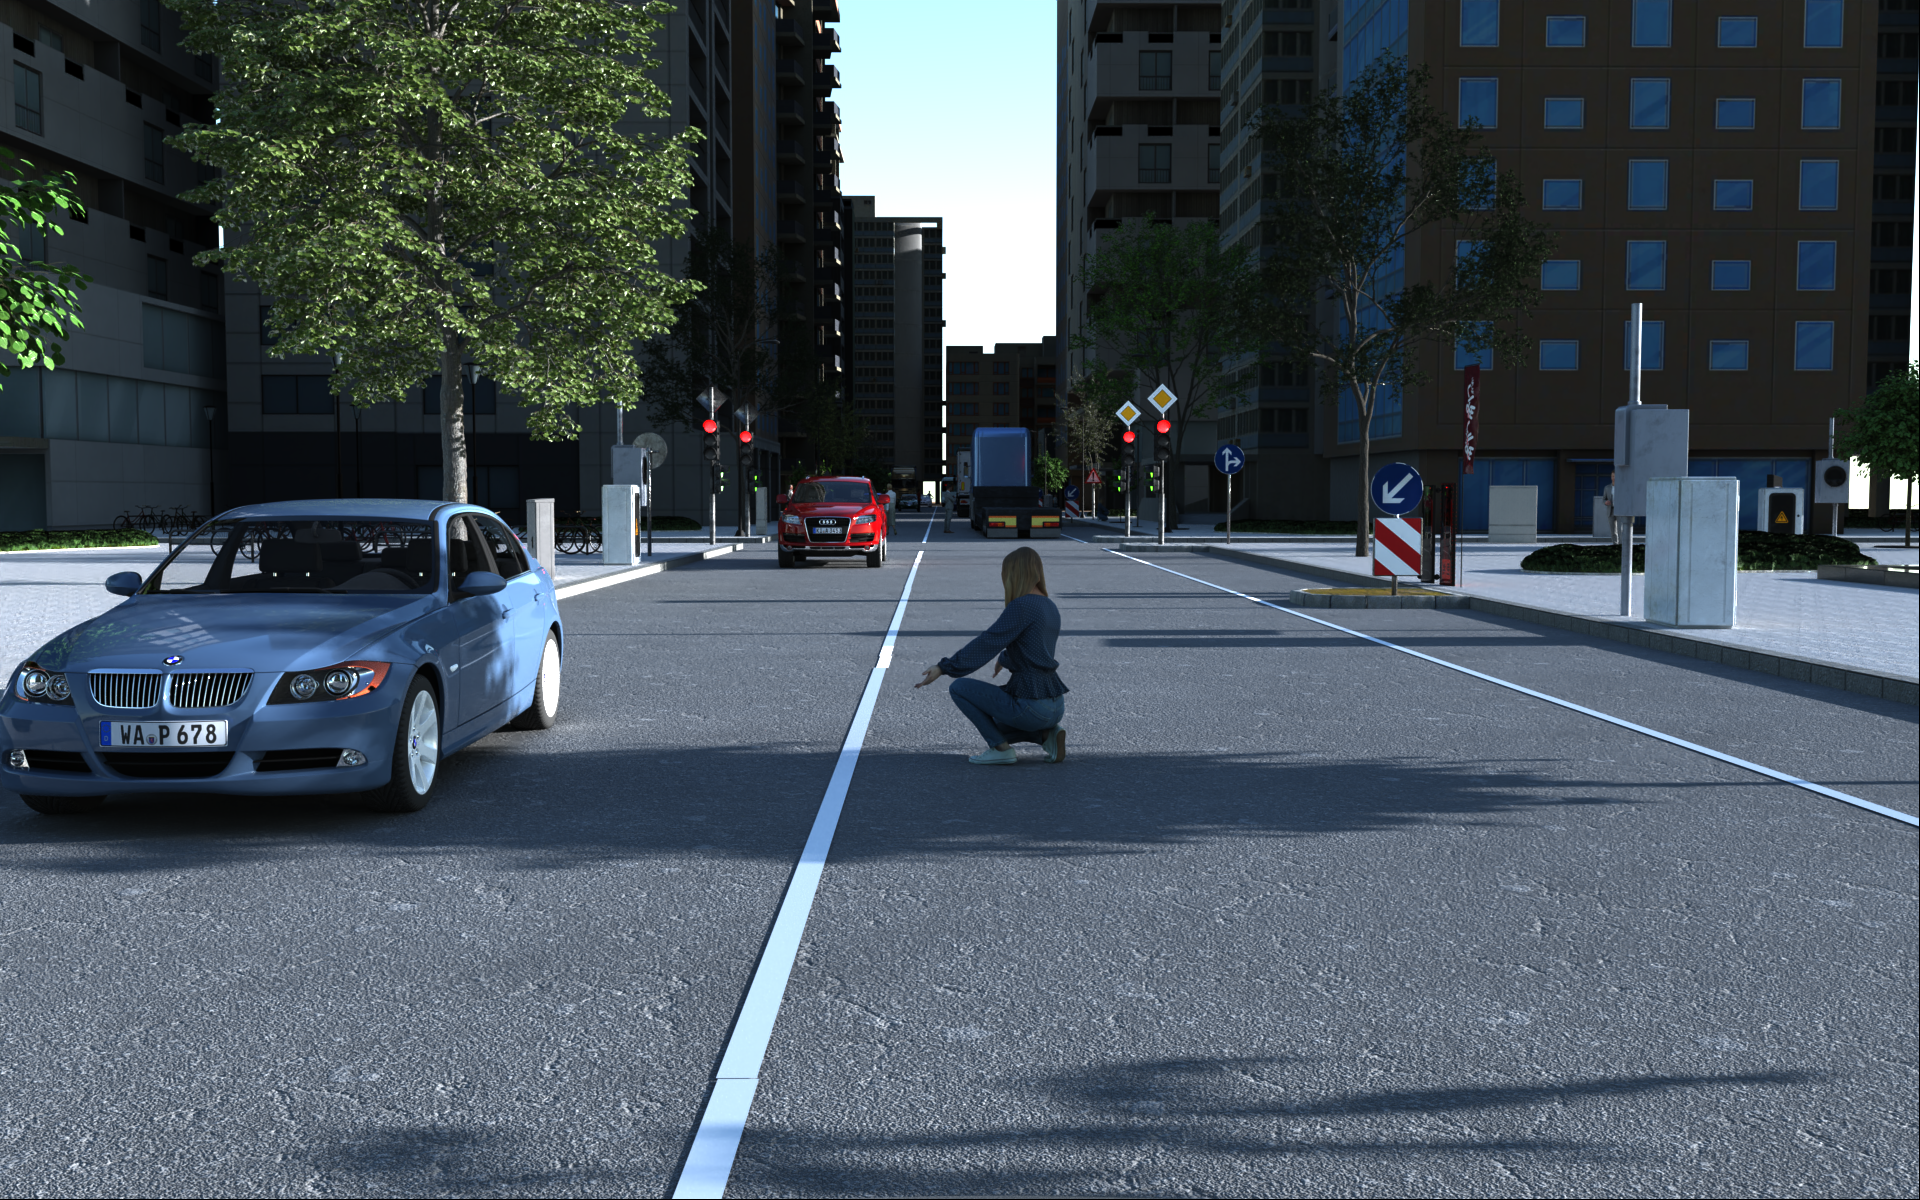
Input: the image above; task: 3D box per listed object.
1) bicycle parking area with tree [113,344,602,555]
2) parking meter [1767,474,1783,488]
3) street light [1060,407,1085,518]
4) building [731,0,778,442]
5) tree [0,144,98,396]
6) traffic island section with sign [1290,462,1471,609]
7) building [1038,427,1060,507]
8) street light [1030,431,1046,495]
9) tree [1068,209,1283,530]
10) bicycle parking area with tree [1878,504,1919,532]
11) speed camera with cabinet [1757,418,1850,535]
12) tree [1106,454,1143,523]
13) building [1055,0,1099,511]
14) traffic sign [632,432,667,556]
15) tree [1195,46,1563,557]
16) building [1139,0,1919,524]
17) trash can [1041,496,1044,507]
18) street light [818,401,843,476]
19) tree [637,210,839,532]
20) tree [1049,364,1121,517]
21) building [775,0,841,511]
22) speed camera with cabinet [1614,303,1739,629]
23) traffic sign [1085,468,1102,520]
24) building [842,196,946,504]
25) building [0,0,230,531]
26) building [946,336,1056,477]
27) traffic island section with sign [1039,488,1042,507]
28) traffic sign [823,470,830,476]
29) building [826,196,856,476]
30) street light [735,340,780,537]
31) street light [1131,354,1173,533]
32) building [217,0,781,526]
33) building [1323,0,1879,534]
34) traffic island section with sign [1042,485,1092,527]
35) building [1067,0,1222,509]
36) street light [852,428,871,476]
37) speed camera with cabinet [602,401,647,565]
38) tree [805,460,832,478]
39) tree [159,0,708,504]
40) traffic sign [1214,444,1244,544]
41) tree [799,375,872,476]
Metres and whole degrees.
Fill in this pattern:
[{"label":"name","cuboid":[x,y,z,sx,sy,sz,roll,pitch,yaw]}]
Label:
[{"label":"bicycle parking area with tree","cuboid":[-11.043,-2.952,35.261,9.016,4.147,8.231,2,4,26]},{"label":"parking meter","cuboid":[24.167,-2.795,51.408,0.399,1.863,0.255,-1,4,-16]},{"label":"street light","cuboid":[6.039,-7.355,92.802,1.470,5.913,1.316,0,4,-1]},{"label":"building","cuboid":[-19.086,-28.040,108.559,14.600,45.320,14.200,0,4,-1]},{"label":"tree","cuboid":[-7.312,-1.643,10.579,4.285,4.588,4.351,0,3,0]},{"label":"traffic island section with sign","cuboid":[5.379,-0.852,22.553,1.989,1.847,2.006,0,4,-1]},{"label":"building","cuboid":[19.365,-51.828,160.056,22.319,86.520,31.000,0,4,-1]},{"label":"street light","cuboid":[5.728,-9.454,127.110,1.470,5.913,1.316,0,4,-1]},{"label":"tree","cuboid":[7.738,-8.361,62.460,9.928,11.665,9.643,0,3,0]},{"label":"bicycle parking area with tree","cuboid":[35.823,-4.243,56.383,9.016,4.147,8.231,0,4,-2]},{"label":"speed camera with cabinet","cuboid":[21.839,-3.089,44.844,2.038,3.252,0.660,1,4,11]},{"label":"tree","cuboid":[7.051,-5.030,76.838,1.663,3.219,1.824,0,3,0]},{"label":"building","cuboid":[15.068,-29.884,138.707,14.600,45.320,14.200,0,4,-1]},{"label":"traffic sign","cuboid":[-6.409,-2.176,35.684,0.768,2.556,0.104,0,4,5]},{"label":"tree","cuboid":[8.551,-6.180,35.454,7.601,10.594,8.767,-3,4,-38]},{"label":"building","cuboid":[25.157,-23.708,79.515,32.217,40.220,23.993,0,4,-1]},{"label":"trash can","cuboid":[6.200,-6.996,126.040,0.748,1.137,0.748,0,3,0]},{"label":"street light","cuboid":[-6.557,-7.000,86.995,1.470,5.913,1.316,0,4,-1]},{"label":"tree","cuboid":[-7.565,-7.546,57.785,7.601,10.594,8.767,0,4,-4]},{"label":"tree","cuboid":[7.244,-8.928,96.338,4.360,8.622,3.978,0,3,0]},{"label":"building","cuboid":[-21.067,-29.728,140.683,22.147,44.769,28.867,0,4,-1]},{"label":"speed camera with cabinet","cuboid":[7.162,-1.409,17.366,0.660,3.252,2.038,0,4,4]},{"label":"traffic sign","cuboid":[6.586,-5.237,85.626,0.884,2.594,0.081,0,4,4]},{"label":"building","cuboid":[-13.850,-32.802,228.194,23.993,40.220,32.217,0,4,-1]},{"label":"building","cuboid":[-44.104,-29.221,66.998,27.495,52.752,28.713,0,4,-1]},{"label":"building","cuboid":[12.620,-23.344,226.714,28.899,21.520,27.650,0,4,-1]},{"label":"traffic island section with sign","cuboid":[4.492,-5.831,103.965,1.989,1.847,2.006,0,4,-1]},{"label":"traffic sign","cuboid":[-7.107,-5.660,92.536,0.884,2.594,0.081,0,4,0]},{"label":"building","cuboid":[-17.187,-23.909,162.610,14.160,30.474,14.107,0,4,-1]},{"label":"street light","cuboid":[-6.129,-4.880,52.330,1.470,5.913,1.316,0,4,-1]},{"label":"street light","cuboid":[6.368,-5.192,57.430,1.470,5.913,1.316,0,4,-1]},{"label":"building","cuboid":[-18.795,-39.049,76.700,20.563,71.187,20.611,0,4,-1]},{"label":"building","cuboid":[21.469,-25.096,60.433,14.200,45.320,14.600,0,4,-1]},{"label":"traffic island section with sign","cuboid":[4.793,-4.161,76.663,1.989,1.847,2.006,0,4,-1]},{"label":"building","cuboid":[21.328,-32.020,112.773,28.713,52.752,27.495,0,4,-1]},{"label":"street light","cuboid":[-6.978,-9.124,121.716,1.470,5.913,1.316,0,4,-1]},{"label":"speed camera with cabinet","cuboid":[-6.194,-2.307,32.054,0.660,3.252,2.038,0,4,-3]},{"label":"tree","cuboid":[-7.525,-6.265,97.038,1.663,3.219,1.824,0,3,0]},{"label":"tree","cuboid":[-7.681,-6.514,24.624,7.486,12.596,7.792,0,3,0]},{"label":"traffic sign","cuboid":[6.890,-2.708,44.378,0.768,2.556,0.104,0,4,1]},{"label":"tree","cuboid":[-7.792,-9.493,105.581,4.737,8.622,4.395,0,3,0]}]
